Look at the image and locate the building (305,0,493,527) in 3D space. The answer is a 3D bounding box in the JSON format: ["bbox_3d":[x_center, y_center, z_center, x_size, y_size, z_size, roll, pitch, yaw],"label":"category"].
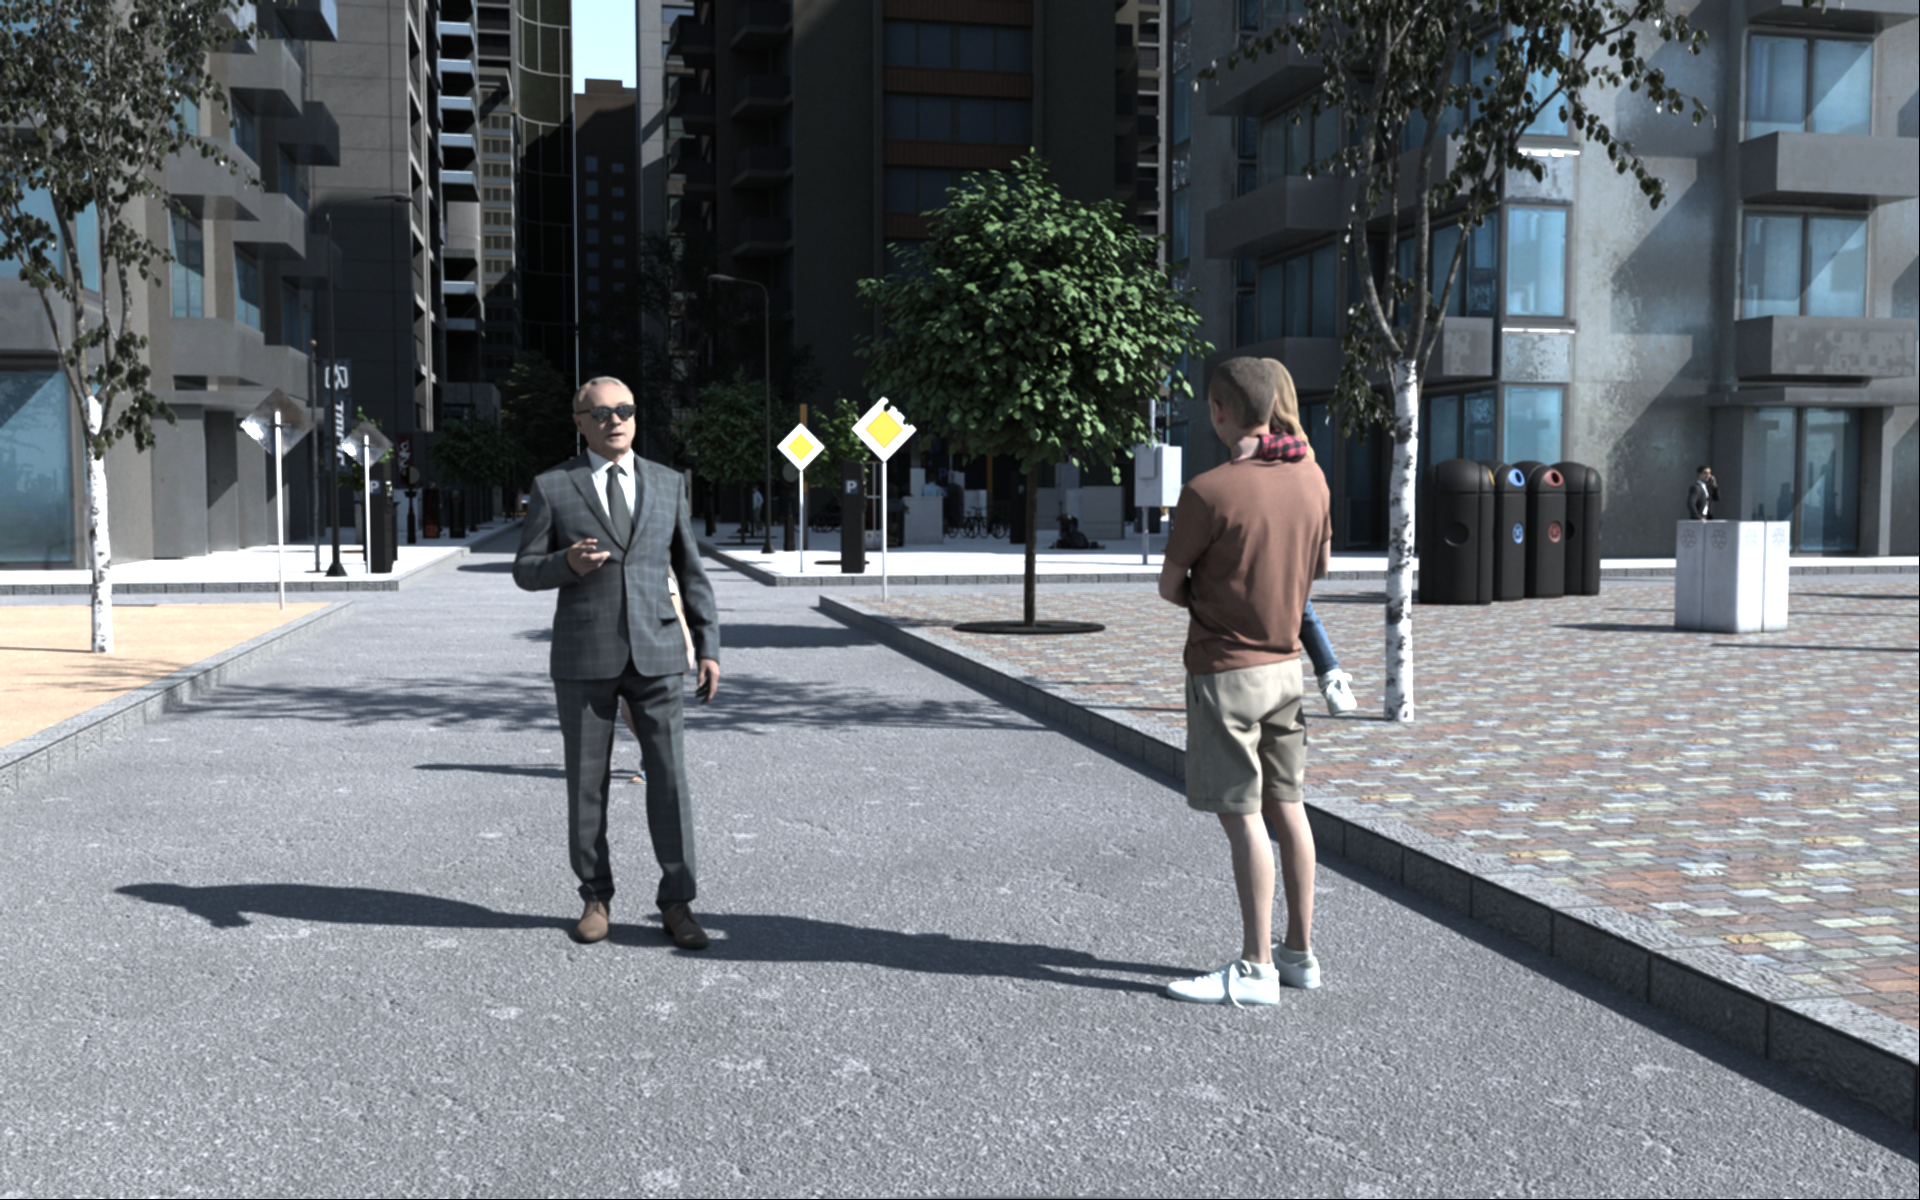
[{"bbox_3d":[-31.301,-38.883,73.982,20.563,71.187,20.611,-1,4,-12],"label":"building"}]

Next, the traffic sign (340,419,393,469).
[{"bbox_3d":[-9.221,-1.512,26.906,0.795,2.593,0.064,-1,4,-12],"label":"traffic sign"}]

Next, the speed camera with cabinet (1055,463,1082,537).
[{"bbox_3d":[3.345,-3.434,50.478,0.660,3.252,2.038,-1,4,-14],"label":"speed camera with cabinet"}]

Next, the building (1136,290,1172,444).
[{"bbox_3d":[29.006,-20.162,174.692,28.899,21.520,27.650,-1,4,-12],"label":"building"}]

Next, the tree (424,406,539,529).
[{"bbox_3d":[-18.054,-4.919,64.145,4.285,4.588,4.351,0,3,0],"label":"tree"}]

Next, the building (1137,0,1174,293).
[{"bbox_3d":[25.218,-47.037,207.299,20.611,71.187,20.563,-1,4,-12],"label":"building"}]

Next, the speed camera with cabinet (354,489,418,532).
[{"bbox_3d":[-19.574,-3.956,59.011,2.038,3.252,0.660,-1,4,-23],"label":"speed camera with cabinet"}]

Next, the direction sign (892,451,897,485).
[{"bbox_3d":[-2.669,-4.795,70.393,0.379,3.537,0.876,1,4,9],"label":"direction sign"}]

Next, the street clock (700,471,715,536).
[{"bbox_3d":[-7.623,-2.932,52.511,0.471,2.002,0.358,0,4,-2],"label":"street clock"}]

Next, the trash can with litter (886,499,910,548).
[{"bbox_3d":[-1.557,-1.860,41.803,0.624,1.170,1.055,0,4,5],"label":"trash can with litter"}]

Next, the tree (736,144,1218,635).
[{"bbox_3d":[0.713,-1.992,16.278,4.285,4.588,4.351,0,3,0],"label":"tree"}]

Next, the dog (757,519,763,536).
[{"bbox_3d":[-6.182,-2.252,53.655,0.540,0.507,0.406,3,5,39],"label":"dog"}]

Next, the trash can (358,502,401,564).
[{"bbox_3d":[-10.590,-1.222,31.626,0.748,1.137,0.748,0,3,0],"label":"trash can"}]

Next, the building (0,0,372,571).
[{"bbox_3d":[-26.685,-25.587,37.949,23.786,49.044,30.456,-1,4,-12],"label":"building"}]

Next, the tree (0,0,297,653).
[{"bbox_3d":[-7.071,-3.866,13.578,4.360,8.622,3.978,0,3,0],"label":"tree"}]

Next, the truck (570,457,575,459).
[{"bbox_3d":[-18.970,-5.751,89.955,3.469,3.379,9.791,-1,4,-14],"label":"truck"}]

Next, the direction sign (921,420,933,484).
[{"bbox_3d":[-1.011,-3.733,53.028,0.379,3.537,0.876,-2,4,-24],"label":"direction sign"}]

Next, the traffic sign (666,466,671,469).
[{"bbox_3d":[-13.255,-4.750,77.762,0.768,2.556,0.104,-1,4,-11],"label":"traffic sign"}]

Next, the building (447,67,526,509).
[{"bbox_3d":[-51.209,-28.255,153.853,23.993,40.220,32.217,-1,4,-12],"label":"building"}]

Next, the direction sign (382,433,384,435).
[{"bbox_3d":[-21.526,-4.406,64.040,0.379,3.537,0.876,1,4,16],"label":"direction sign"}]

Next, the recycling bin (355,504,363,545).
[{"bbox_3d":[-14.922,-1.931,44.123,0.722,1.027,0.722,-3,5,-43],"label":"recycling bin"}]

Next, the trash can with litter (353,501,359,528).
[{"bbox_3d":[-22.534,-3.281,65.027,0.624,1.170,1.055,-3,4,-38],"label":"trash can with litter"}]

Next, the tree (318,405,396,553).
[{"bbox_3d":[-13.160,-2.642,37.796,1.663,3.219,1.824,0,3,0],"label":"tree"}]

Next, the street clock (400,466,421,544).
[{"bbox_3d":[-14.152,-2.451,44.637,0.471,2.002,0.358,-2,4,-28],"label":"street clock"}]

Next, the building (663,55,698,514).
[{"bbox_3d":[-13.014,-21.159,117.649,14.160,30.474,14.107,-1,4,-12],"label":"building"}]

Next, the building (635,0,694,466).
[{"bbox_3d":[-19.457,-37.891,161.516,21.231,58.520,28.212,-1,4,-12],"label":"building"}]

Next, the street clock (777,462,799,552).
[{"bbox_3d":[-3.810,-2.083,38.622,0.471,2.002,0.358,-3,4,-37],"label":"street clock"}]

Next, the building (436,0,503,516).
[{"bbox_3d":[-41.273,-48.817,110.832,22.319,86.520,31.000,-1,4,-12],"label":"building"}]

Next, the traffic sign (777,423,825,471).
[{"bbox_3d":[-2.578,-1.599,28.328,0.795,2.593,0.064,-1,4,-12],"label":"traffic sign"}]

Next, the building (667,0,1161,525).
[{"bbox_3d":[-2.985,-26.356,85.539,22.147,44.769,28.867,-1,4,-12],"label":"building"}]

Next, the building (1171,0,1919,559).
[{"bbox_3d":[20.960,-25.985,44.460,30.456,49.044,23.786,-1,4,-12],"label":"building"}]

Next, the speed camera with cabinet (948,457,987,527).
[{"bbox_3d":[0.244,-4.572,69.084,0.660,3.252,2.038,-3,5,-44],"label":"speed camera with cabinet"}]

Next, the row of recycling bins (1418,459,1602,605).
[{"bbox_3d":[6.740,-0.864,21.232,3.534,1.692,1.069,-3,5,-44],"label":"row of recycling bins"}]

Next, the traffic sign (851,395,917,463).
[{"bbox_3d":[-0.878,-1.121,20.525,0.795,2.593,0.064,-1,4,-12],"label":"traffic sign"}]

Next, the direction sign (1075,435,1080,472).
[{"bbox_3d":[4.141,-4.214,60.888,0.379,3.537,0.876,1,4,13],"label":"direction sign"}]

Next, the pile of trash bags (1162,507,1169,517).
[{"bbox_3d":[12.843,-5.372,97.583,3.447,1.369,1.912,2,4,33],"label":"pile of trash bags"}]

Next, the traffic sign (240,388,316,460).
[{"bbox_3d":[-7.521,-1.034,19.104,0.795,2.593,0.064,-1,4,-12],"label":"traffic sign"}]

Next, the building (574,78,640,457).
[{"bbox_3d":[-35.025,-33.091,191.148,14.200,45.320,14.600,-1,4,-12],"label":"building"}]

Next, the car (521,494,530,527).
[{"bbox_3d":[-7.408,-1.534,33.756,2.281,1.827,5.304,-1,4,-12],"label":"car"}]

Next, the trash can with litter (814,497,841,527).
[{"bbox_3d":[-5.130,-3.434,67.532,1.055,1.170,0.624,-2,4,-26],"label":"trash can with litter"}]

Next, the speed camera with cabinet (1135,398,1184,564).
[{"bbox_3d":[4.115,-2.262,31.314,0.660,3.252,2.038,-3,5,-43],"label":"speed camera with cabinet"}]

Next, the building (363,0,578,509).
[{"bbox_3d":[-52.799,-45.971,189.873,20.611,71.187,20.563,-1,4,-12],"label":"building"}]

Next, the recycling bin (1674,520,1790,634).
[{"bbox_3d":[7.244,-0.227,16.266,0.722,1.027,0.722,-2,4,-25],"label":"recycling bin"}]

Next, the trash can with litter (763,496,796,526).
[{"bbox_3d":[-7.164,-3.581,69.611,1.678,1.210,2.233,2,4,27],"label":"trash can with litter"}]

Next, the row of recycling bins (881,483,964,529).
[{"bbox_3d":[-1.443,-3.496,64.271,3.534,1.692,1.069,-2,4,-28],"label":"row of recycling bins"}]

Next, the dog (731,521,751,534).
[{"bbox_3d":[-7.121,-2.373,56.534,0.748,0.427,0.550,-1,4,-11],"label":"dog"}]

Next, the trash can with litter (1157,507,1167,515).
[{"bbox_3d":[11.559,-5.697,104.211,2.233,1.210,1.678,0,4,4],"label":"trash can with litter"}]
